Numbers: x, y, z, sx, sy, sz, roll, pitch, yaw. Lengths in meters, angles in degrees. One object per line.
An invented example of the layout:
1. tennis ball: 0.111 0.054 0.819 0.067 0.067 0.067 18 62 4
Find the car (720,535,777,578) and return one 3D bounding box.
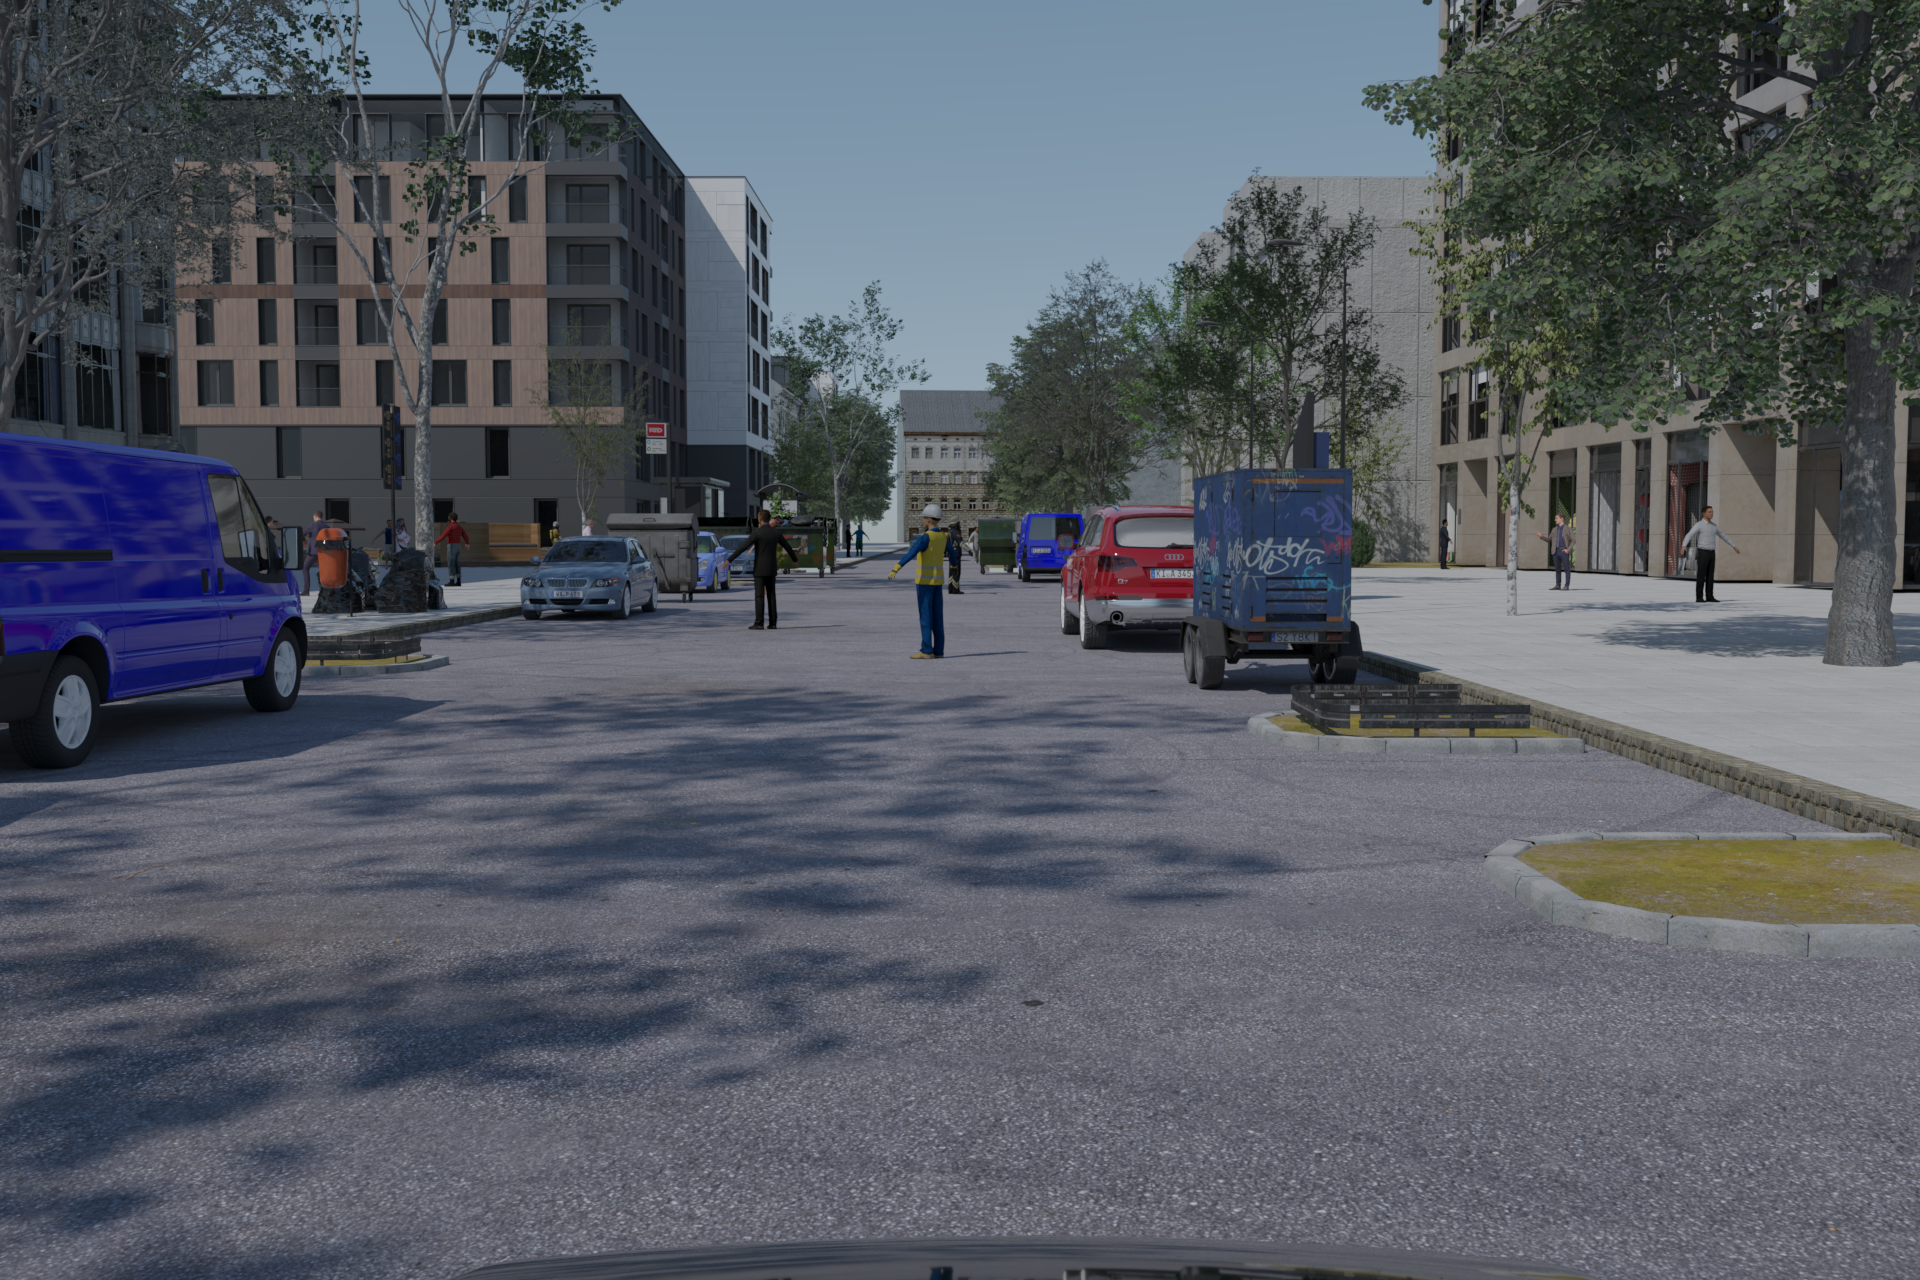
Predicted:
1. car: -6.501 -2.436 51.826 2.014 1.417 4.499 0 3 0

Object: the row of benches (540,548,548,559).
1. row of benches: -17.514 -3.780 77.274 4.104 0.672 1.422 -1 4 -19

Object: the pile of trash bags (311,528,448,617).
1. pile of trash bags: -9.651 -1.127 28.177 1.912 1.369 3.447 0 4 0

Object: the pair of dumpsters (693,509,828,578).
1. pair of dumpsters: -6.524 -3.142 56.321 4.436 2.255 1.574 0 4 0

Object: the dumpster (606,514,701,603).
1. dumpster: -6.424 -1.717 36.293 1.865 1.857 1.264 0 4 0

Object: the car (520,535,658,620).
1. car: -6.456 -1.135 30.567 2.014 1.417 4.499 0 4 0

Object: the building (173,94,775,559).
1. building: -26.183 -15.480 97.066 27.936 21.610 32.646 0 4 0

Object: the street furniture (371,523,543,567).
1. street furniture: -20.867 -3.942 71.305 11.010 1.723 9.812 -2 4 -28

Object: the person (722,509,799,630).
1. person: -2.945 -1.061 26.022 1.346 1.802 0.704 -3 5 -39

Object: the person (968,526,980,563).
1. person: 0.818 -4.663 84.884 0.705 1.806 1.347 3 5 43

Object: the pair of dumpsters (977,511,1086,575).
1. pair of dumpsters: 2.825 -3.460 61.522 4.436 2.255 1.574 0 4 0

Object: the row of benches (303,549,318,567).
1. row of benches: -26.005 -3.276 69.020 1.422 0.672 4.104 -1 4 -17

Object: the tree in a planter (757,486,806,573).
1. tree in a planter: -6.772 -4.116 64.521 1.991 3.239 1.994 0 4 0

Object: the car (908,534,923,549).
1. car: -2.788 -7.088 127.681 2.131 1.459 4.920 0 4 0

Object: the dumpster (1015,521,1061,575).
1. dumpster: 2.775 -3.097 58.851 1.865 1.857 1.264 0 4 -1

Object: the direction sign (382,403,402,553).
1. direction sign: -9.970 -2.352 30.460 0.379 3.537 0.876 0 4 0

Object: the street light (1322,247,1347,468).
1. street light: 6.609 -3.357 27.427 1.470 5.913 1.316 0 3 0

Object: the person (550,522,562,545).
1. person: -18.687 -4.557 80.274 0.705 1.858 1.354 -2 4 -34

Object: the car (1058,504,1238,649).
1. car: 2.490 -0.881 23.079 2.281 1.827 5.304 0 4 -1

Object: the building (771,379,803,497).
1. building: -27.788 -21.869 188.482 19.493 23.208 18.063 0 4 1

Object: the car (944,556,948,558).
1. car: -0.879 -4.982 93.815 2.083 1.381 4.827 0 4 -1

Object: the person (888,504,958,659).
1. person: -0.397 -0.675 19.963 0.721 1.772 1.216 3 4 37

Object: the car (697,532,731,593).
1. car: -6.757 -2.055 43.186 1.945 1.707 3.694 0 3 0

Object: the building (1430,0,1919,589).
1. building: 29.068 -15.313 53.563 19.350 26.588 34.151 0 4 0

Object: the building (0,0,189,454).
1. building: -32.971 -13.780 41.959 14.369 24.946 33.146 0 4 1

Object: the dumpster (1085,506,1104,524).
1. dumpster: 2.858 -1.140 26.859 1.865 1.857 1.264 0 4 -1

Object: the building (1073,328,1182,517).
1. building: 22.188 -22.160 193.242 19.493 23.208 18.063 0 4 0

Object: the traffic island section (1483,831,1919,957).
1. traffic island section: 3.177 0.979 6.853 1.991 0.108 1.994 0 4 0

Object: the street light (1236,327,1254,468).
1. street light: 6.918 -3.999 37.931 1.470 5.913 1.316 0 4 -1

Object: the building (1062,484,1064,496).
1. building: 21.675 -24.209 226.744 19.493 23.208 18.063 0 4 0

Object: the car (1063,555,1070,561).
1. car: 2.934 -1.357 31.982 2.009 1.686 4.222 0 4 0

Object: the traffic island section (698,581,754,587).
1. traffic island section: -6.655 -1.553 48.252 1.991 0.108 1.994 0 4 0

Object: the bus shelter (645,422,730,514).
1. bus shelter: -10.220 -5.335 64.864 2.179 5.291 8.768 0 4 -1

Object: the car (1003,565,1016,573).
1. car: 2.583 -3.459 65.343 1.959 1.807 4.718 0 4 -1

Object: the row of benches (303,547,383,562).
1. row of benches: -28.788 -3.950 80.041 4.104 0.672 1.422 0 4 1

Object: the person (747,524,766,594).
1. person: -4.736 -1.940 40.980 0.721 1.733 1.217 1 4 17

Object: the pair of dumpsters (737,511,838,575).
1. pair of dumpsters: -6.543 -3.446 61.298 4.436 2.255 1.574 0 4 -1

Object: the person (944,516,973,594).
1. person: -0.101 -2.019 41.240 0.705 1.856 1.354 -2 4 -28

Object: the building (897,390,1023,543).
1. building: -0.066 -26.261 262.757 18.063 23.208 19.493 0 4 -5

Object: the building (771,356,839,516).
1. building: -29.870 -22.672 214.664 27.936 21.610 32.646 0 4 0

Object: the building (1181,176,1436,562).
1. building: 22.613 -13.944 94.443 16.747 18.905 31.486 0 4 -1

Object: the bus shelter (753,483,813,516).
1. bus shelter: -7.272 -4.755 71.661 2.014 3.302 5.546 0 4 -1
